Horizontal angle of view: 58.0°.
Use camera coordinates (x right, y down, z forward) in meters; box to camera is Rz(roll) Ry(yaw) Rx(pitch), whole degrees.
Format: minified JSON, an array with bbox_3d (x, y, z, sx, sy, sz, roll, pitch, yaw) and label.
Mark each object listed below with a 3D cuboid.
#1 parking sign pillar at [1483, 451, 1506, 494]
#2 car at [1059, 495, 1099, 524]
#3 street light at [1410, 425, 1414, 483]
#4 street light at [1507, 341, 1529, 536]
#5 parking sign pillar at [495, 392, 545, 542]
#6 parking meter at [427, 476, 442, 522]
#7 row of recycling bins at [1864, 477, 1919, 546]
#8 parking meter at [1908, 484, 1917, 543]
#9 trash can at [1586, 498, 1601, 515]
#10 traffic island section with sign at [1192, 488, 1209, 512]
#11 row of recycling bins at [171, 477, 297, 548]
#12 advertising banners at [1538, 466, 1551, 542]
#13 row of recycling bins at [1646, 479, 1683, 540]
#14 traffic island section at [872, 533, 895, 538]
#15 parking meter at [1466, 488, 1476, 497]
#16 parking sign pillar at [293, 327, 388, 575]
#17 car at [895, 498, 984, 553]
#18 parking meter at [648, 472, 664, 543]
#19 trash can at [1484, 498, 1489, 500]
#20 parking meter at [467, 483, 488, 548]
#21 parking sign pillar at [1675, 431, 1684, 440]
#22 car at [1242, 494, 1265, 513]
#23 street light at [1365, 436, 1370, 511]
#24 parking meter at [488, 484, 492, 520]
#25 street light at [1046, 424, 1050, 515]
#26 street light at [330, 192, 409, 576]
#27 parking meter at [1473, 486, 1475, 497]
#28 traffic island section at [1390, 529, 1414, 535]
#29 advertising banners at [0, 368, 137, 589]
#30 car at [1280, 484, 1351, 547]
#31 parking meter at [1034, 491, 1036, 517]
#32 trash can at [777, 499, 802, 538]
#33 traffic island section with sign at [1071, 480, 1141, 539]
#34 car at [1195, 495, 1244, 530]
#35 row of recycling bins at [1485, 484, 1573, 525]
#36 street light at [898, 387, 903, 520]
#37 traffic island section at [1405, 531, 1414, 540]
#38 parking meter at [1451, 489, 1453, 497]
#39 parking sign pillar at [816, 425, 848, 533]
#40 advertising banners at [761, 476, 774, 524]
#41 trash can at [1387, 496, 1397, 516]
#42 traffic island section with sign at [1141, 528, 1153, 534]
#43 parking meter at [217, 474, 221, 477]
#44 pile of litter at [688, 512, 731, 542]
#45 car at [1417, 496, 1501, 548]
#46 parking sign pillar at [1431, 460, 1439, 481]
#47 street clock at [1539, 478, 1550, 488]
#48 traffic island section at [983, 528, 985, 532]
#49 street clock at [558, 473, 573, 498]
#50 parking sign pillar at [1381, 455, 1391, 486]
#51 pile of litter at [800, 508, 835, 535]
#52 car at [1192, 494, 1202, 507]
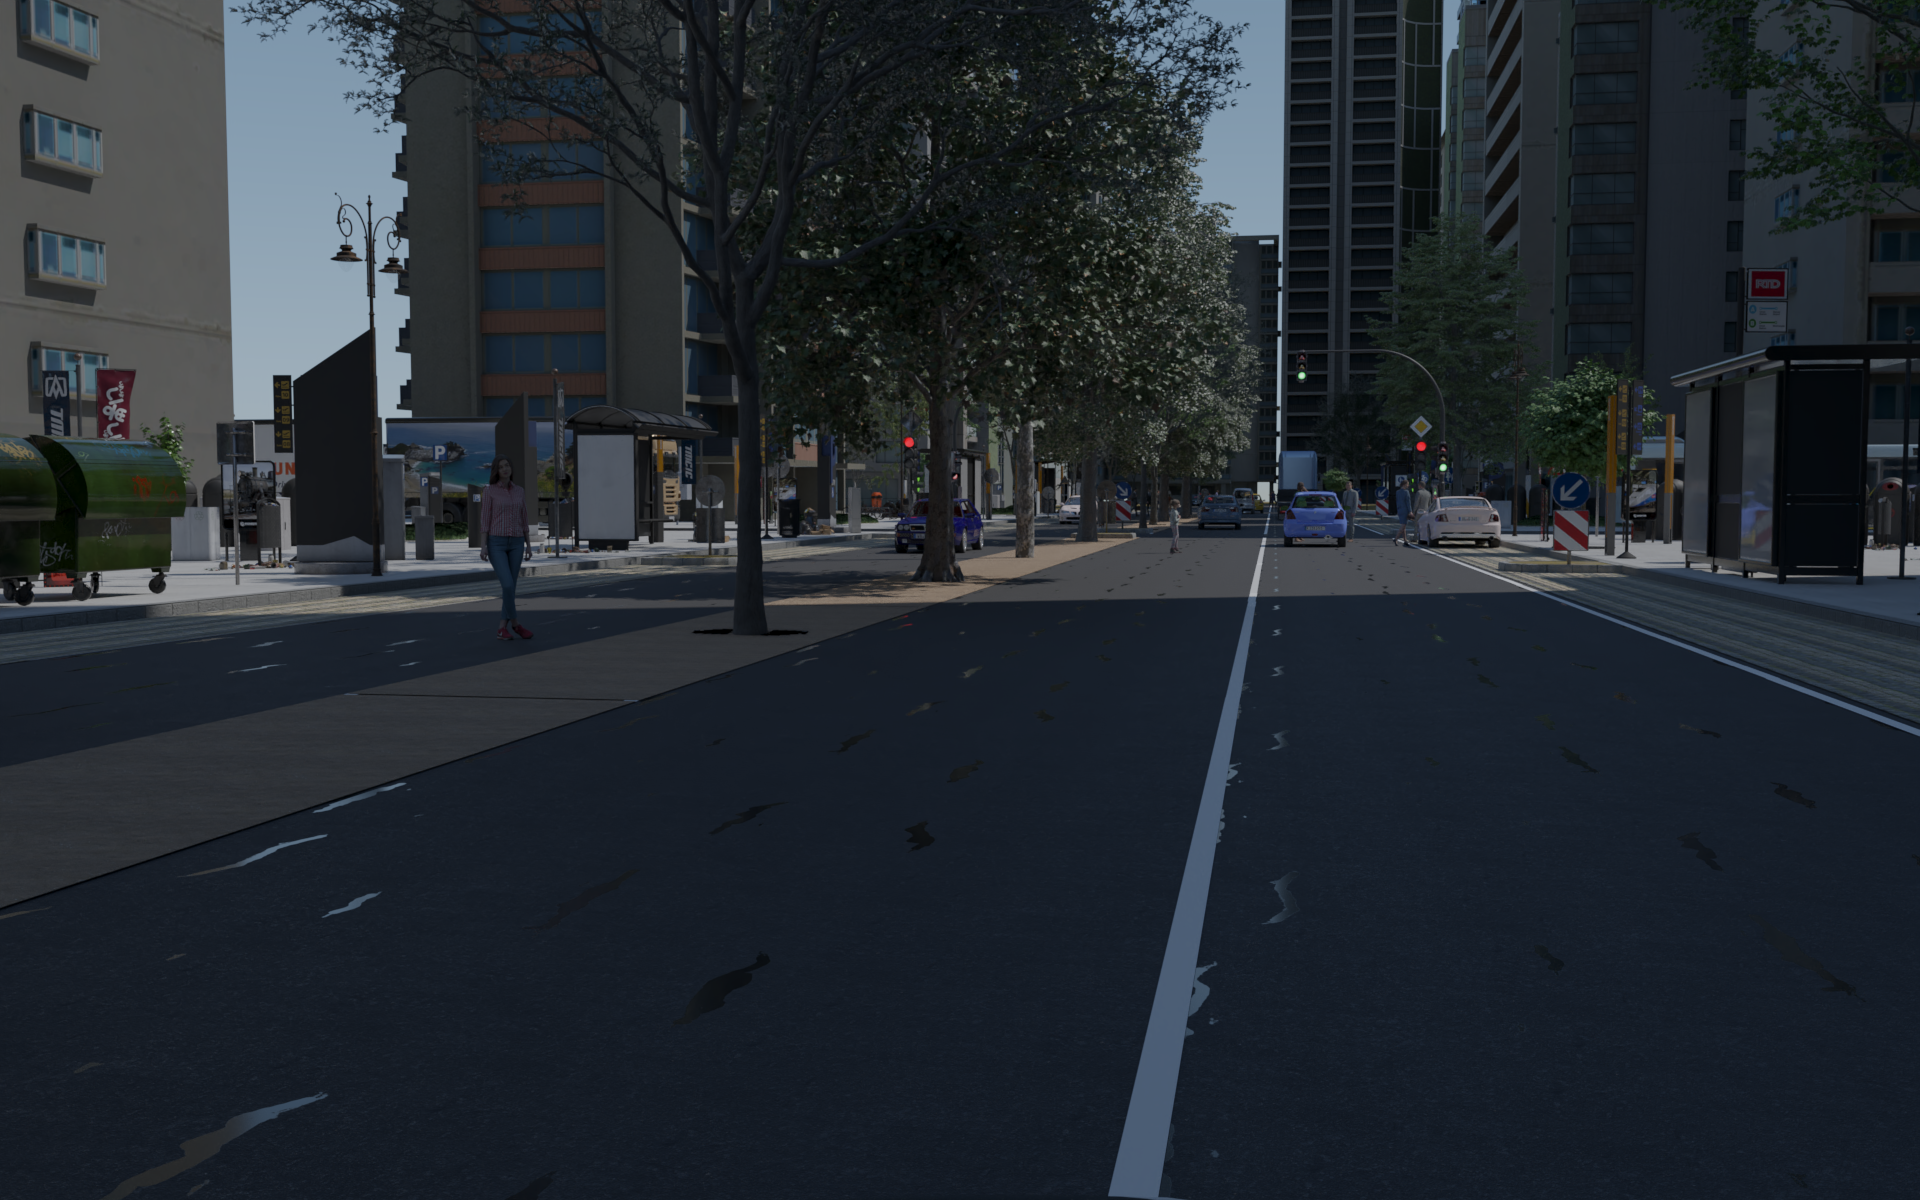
[{"bbox_3d":[32.652,-7.178,105.837,1.447,3.967,1.447,-1,4,-15],"label":"parking sign pillar"},{"bbox_3d":[5.884,-4.338,83.283,2.083,1.381,4.827,1,4,10],"label":"car"},{"bbox_3d":[23.836,-7.244,91.233,0.468,5.910,1.993,1,4,10],"label":"street light"},{"bbox_3d":[16.825,-4.866,52.349,0.468,5.910,1.993,1,4,10],"label":"street light"},{"bbox_3d":[-11.861,-3.537,46.296,1.447,3.967,1.447,3,5,40],"label":"parking sign pillar"},{"bbox_3d":[-16.738,-3.026,55.187,0.399,1.863,0.255,-2,4,-26],"label":"parking meter"},{"bbox_3d":[22.774,-2.216,43.343,3.534,1.692,1.069,2,4,26],"label":"row of recycling bins"},{"bbox_3d":[24.996,-2.279,45.669,0.372,1.533,0.369,0,3,0],"label":"parking meter"},{"bbox_3d":[25.770,-3.608,70.649,0.748,1.137,0.748,0,3,0],"label":"trash can"},{"bbox_3d":[19.413,-7.921,137.646,2.006,1.907,1.989,1,4,10],"label":"traffic island section with sign"},{"bbox_3d":[-17.533,-2.149,42.255,3.534,1.692,1.069,-1,4,-21],"label":"row of recycling bins"},{"bbox_3d":[15.968,-3.130,47.371,0.090,3.025,2.074,1,4,11],"label":"advertising banners"},{"bbox_3d":[20.150,-2.492,47.852,1.069,1.692,3.534,-2,4,-34],"label":"row of recycling bins"},{"bbox_3d":[-1.636,-2.143,57.321,2.009,0.180,2.903,1,4,10],"label":"traffic island section"},{"bbox_3d":[23.304,-4.326,79.135,0.372,1.533,0.369,0,3,0],"label":"parking meter"},{"bbox_3d":[-10.083,-2.425,28.113,1.447,3.967,1.447,0,4,-3],"label":"parking sign pillar"},{"bbox_3d":[-0.499,-1.880,43.326,1.945,1.354,3.894,1,4,10],"label":"car"},{"bbox_3d":[-8.058,-2.454,45.828,0.399,1.863,0.255,3,4,36],"label":"parking meter"},{"bbox_3d":[19.693,-3.309,65.752,0.748,1.137,0.748,0,3,0],"label":"trash can"},{"bbox_3d":[-11.536,-2.010,41.274,0.372,1.533,0.369,0,3,0],"label":"parking meter"},{"bbox_3d":[28.738,-4.982,69.928,1.447,3.967,1.447,2,4,29],"label":"parking sign pillar"},{"bbox_3d":[21.978,-7.347,130.348,2.015,1.641,3.980,1,4,9],"label":"car"},{"bbox_3d":[31.614,-9.882,134.359,0.468,5.910,1.993,1,4,10],"label":"street light"},{"bbox_3d":[-11.654,-2.129,43.219,0.372,1.533,0.369,0,3,0],"label":"parking meter"},{"bbox_3d":[5.471,-8.268,107.963,0.468,5.910,1.993,1,4,10],"label":"street light"},{"bbox_3d":[-9.123,-3.311,26.925,0.468,5.910,1.993,1,4,10],"label":"street light"},{"bbox_3d":[33.439,-6.520,112.320,0.255,1.863,0.399,-2,4,-32],"label":"parking meter"},{"bbox_3d":[16.506,-2.439,62.159,2.009,0.180,2.903,1,4,10],"label":"traffic island section"},{"bbox_3d":[-12.396,-1.688,23.787,2.074,3.025,0.090,-3,4,-36],"label":"advertising banners"},{"bbox_3d":[9.874,-2.357,48.131,1.945,1.707,3.694,1,4,12],"label":"car"},{"bbox_3d":[4.186,-5.549,99.143,0.372,1.533,0.369,0,3,0],"label":"parking meter"},{"bbox_3d":[-4.989,-2.386,50.660,0.748,1.137,0.748,0,3,0],"label":"trash can"},{"bbox_3d":[4.713,-2.953,56.415,2.006,1.907,1.989,1,4,10],"label":"traffic island section with sign"},{"bbox_3d":[10.664,-3.615,71.111,2.014,1.417,4.499,1,4,9],"label":"car"},{"bbox_3d":[23.641,-3.970,72.023,3.534,1.692,1.069,2,4,27],"label":"row of recycling bins"},{"bbox_3d":[-2.210,-5.680,65.652,0.468,5.910,1.993,1,4,10],"label":"street light"},{"bbox_3d":[15.084,-1.958,54.301,2.009,0.180,2.903,1,4,10],"label":"traffic island section"},{"bbox_3d":[24.588,-4.748,86.033,0.372,1.533,0.369,0,3,0],"label":"parking meter"},{"bbox_3d":[-4.441,-4.233,57.688,1.447,3.967,1.447,0,4,5],"label":"parking sign pillar"},{"bbox_3d":[-8.302,-4.755,73.936,0.090,3.025,2.074,1,4,12],"label":"advertising banners"},{"bbox_3d":[25.455,-5.528,102.039,0.748,1.137,0.748,0,3,0],"label":"trash can"},{"bbox_3d":[6.041,-3.399,63.702,2.006,1.907,1.989,1,4,10],"label":"traffic island section with sign"},{"bbox_3d":[-21.704,-2.768,50.974,0.255,1.863,0.399,-1,4,-8],"label":"parking meter"},{"bbox_3d":[-6.748,-1.994,46.568,1.176,0.858,1.719,0,4,-4],"label":"pile of litter"},{"bbox_3d":[13.630,-2.144,47.410,2.083,1.381,4.827,1,4,9],"label":"car"},{"bbox_3d":[26.607,-6.617,96.666,1.447,3.967,1.447,2,4,25],"label":"parking sign pillar"},{"bbox_3d":[26.573,-4.541,78.819,0.358,2.002,0.471,-2,4,-24],"label":"street clock"},{"bbox_3d":[-0.214,-2.624,65.179,2.009,0.180,2.903,1,4,10],"label":"traffic island section"},{"bbox_3d":[-13.465,-3.340,59.185,0.471,2.002,0.358,0,4,8],"label":"street clock"},{"bbox_3d":[29.204,-7.925,118.038,1.447,3.967,1.447,-1,4,-15],"label":"parking sign pillar"},{"bbox_3d":[-4.479,-2.495,54.761,1.176,0.858,1.719,2,4,35],"label":"pile of litter"},{"bbox_3d":[24.359,-10.318,178.483,2.009,1.686,4.222,1,4,9],"label":"car"}]
